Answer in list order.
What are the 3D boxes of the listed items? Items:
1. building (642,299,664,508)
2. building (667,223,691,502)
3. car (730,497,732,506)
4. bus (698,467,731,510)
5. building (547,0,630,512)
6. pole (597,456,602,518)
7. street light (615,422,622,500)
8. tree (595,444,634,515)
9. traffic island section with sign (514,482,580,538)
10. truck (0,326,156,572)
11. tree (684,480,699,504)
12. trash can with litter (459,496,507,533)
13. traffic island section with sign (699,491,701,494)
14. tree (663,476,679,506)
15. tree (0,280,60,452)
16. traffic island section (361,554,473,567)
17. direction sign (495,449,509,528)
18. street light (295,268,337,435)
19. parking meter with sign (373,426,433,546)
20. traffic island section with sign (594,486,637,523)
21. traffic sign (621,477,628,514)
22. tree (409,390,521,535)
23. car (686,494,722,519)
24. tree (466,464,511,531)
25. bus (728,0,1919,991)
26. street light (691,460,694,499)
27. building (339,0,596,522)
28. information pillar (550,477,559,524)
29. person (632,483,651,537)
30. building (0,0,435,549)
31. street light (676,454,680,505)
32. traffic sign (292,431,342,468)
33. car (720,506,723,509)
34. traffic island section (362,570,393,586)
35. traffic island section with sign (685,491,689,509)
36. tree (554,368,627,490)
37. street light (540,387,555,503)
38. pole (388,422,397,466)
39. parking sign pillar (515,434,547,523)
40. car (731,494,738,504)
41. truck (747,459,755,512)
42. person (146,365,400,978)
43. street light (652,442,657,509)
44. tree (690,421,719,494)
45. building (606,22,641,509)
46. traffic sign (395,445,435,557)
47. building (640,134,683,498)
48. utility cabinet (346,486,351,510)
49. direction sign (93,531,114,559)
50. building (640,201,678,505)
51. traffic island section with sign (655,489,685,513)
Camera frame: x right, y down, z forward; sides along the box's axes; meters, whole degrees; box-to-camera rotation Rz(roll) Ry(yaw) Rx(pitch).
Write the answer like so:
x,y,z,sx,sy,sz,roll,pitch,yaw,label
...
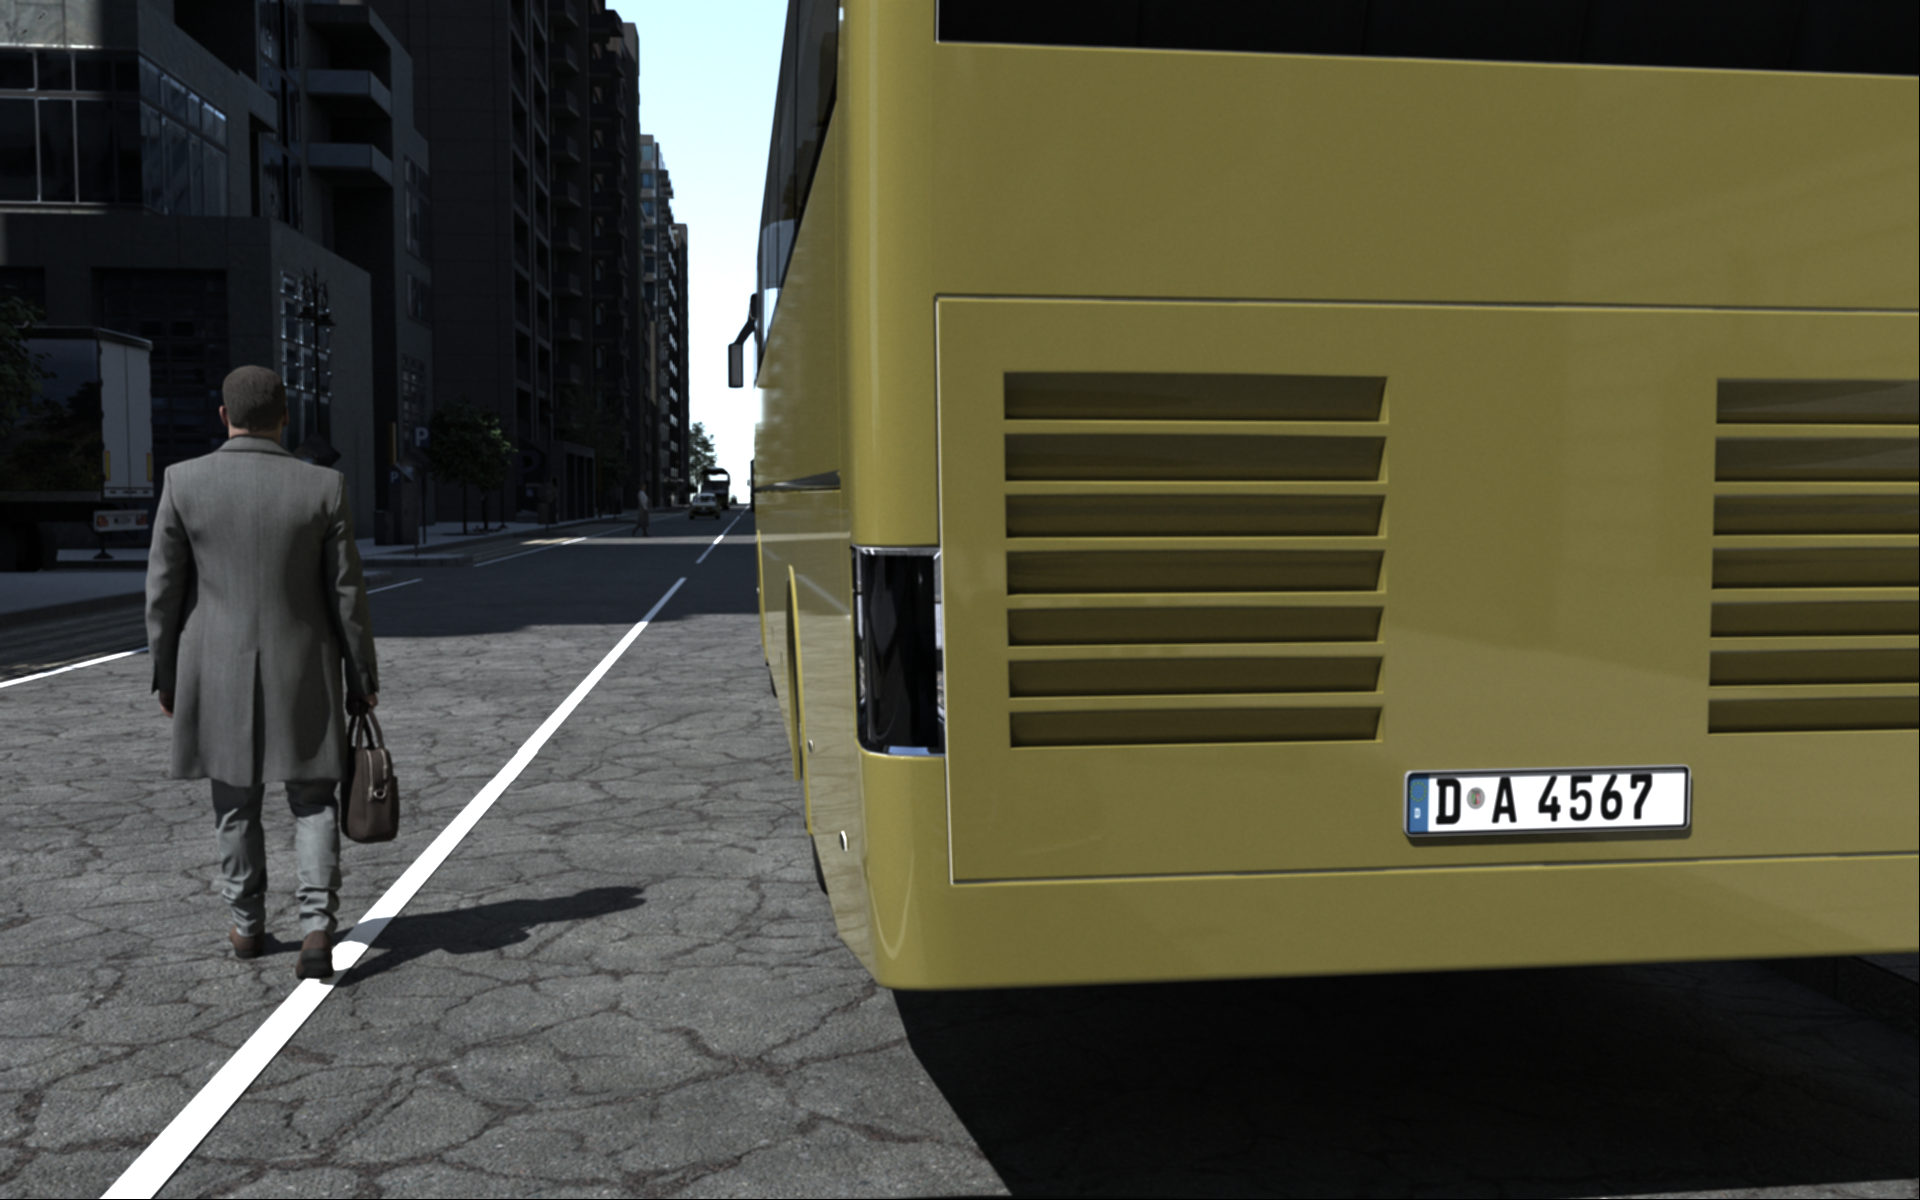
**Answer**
x,y,z,sx,sy,sz,roll,pitch,yaw,label
-43.322,-19.652,166.342,27.650,21.520,28.899,0,4,-7,building
-46.957,-34.851,253.405,14.154,41.232,14.086,0,4,-7,building
-28.529,-12.267,209.363,1.959,1.807,4.718,0,4,-8,car
-22.619,-10.332,160.473,2.896,3.916,12.252,0,4,-7,bus
-35.509,-28.658,123.175,22.147,44.769,28.867,0,4,-7,building
-19.276,-6.040,92.602,0.158,3.312,0.155,0,3,0,pole
-22.026,-8.485,111.523,0.468,5.910,1.993,0,4,-7,street light
-21.797,-7.528,106.789,4.285,4.588,4.351,0,3,0,tree
-13.746,-3.002,57.714,1.989,1.847,2.006,0,4,-7,traffic island section with sign
-20.079,-2.496,29.726,11.283,4.237,2.839,0,4,-5,truck
-35.463,-14.183,226.485,1.663,3.219,1.824,0,3,0,tree
-16.084,-2.882,58.174,1.678,1.210,2.233,-1,4,-9,trash can with litter
-35.236,-14.350,243.250,1.989,1.847,2.006,0,4,-7,traffic island section with sign
-31.437,-11.774,187.107,1.663,3.219,1.824,0,3,0,tree
-11.546,-2.126,18.480,4.285,4.588,4.351,0,3,0,tree
-11.152,-0.807,35.469,2.009,0.180,2.903,0,4,-7,traffic island section
-17.135,-4.455,64.833,0.379,3.537,0.876,1,4,17,direction sign
-13.172,-3.839,35.551,0.468,5.910,1.993,0,4,-7,street light
-14.084,-2.904,43.738,0.543,3.016,1.738,1,4,21,parking meter with sign
-16.891,-4.671,84.999,1.989,1.847,2.006,0,4,-7,traffic island section with sign
-21.507,-6.727,110.092,0.768,2.556,0.104,0,4,-1,traffic sign
-15.522,-4.320,54.342,4.285,4.588,4.351,0,3,0,tree
-14.614,-5.439,99.154,2.015,1.641,3.980,0,4,-6,car
-16.469,-4.041,60.677,1.663,3.219,1.824,0,3,0,tree
0.250,-1.076,9.147,2.896,3.916,12.252,0,4,-8,bus
-35.990,-15.916,233.007,0.468,5.910,1.993,0,4,-7,street light
-29.474,-39.649,86.509,20.563,71.187,20.611,0,4,-7,building
-17.208,-4.221,73.507,0.304,2.012,0.304,-1,4,-17,information pillar
-10.647,-2.999,57.756,0.641,1.798,0.478,0,4,7,person
-28.891,-45.228,52.142,22.319,86.520,31.000,0,4,-7,building
-31.632,-13.551,194.346,0.468,5.910,1.993,0,4,-7,street light
-10.211,-1.458,27.478,0.795,2.450,0.064,0,4,-7,traffic sign
-24.190,-9.752,172.020,1.945,1.354,3.894,0,4,-5,car
-10.234,-0.321,27.537,2.009,0.180,2.903,0,4,-7,traffic island section
-25.732,-9.337,161.281,1.989,1.847,2.006,0,4,-7,traffic island section with sign
-21.763,-9.297,102.366,4.737,8.622,4.395,0,3,0,tree
-17.780,-6.243,74.865,0.468,5.910,1.993,0,4,-7,street light
-16.139,-3.392,49.306,0.158,3.312,0.155,0,3,0,pole
-19.081,-5.420,77.085,1.447,3.967,1.447,1,4,10,parking sign pillar
-31.975,-14.173,241.951,2.015,1.641,3.980,0,4,-6,car
-15.988,-9.404,142.667,2.839,4.237,11.283,-1,4,-8,truck
-2.074,0.205,5.244,0.694,1.812,0.767,-1,4,-19,person
-26.528,-10.849,150.168,0.468,5.910,1.993,0,4,-7,street light
-40.910,-21.411,268.203,7.486,12.596,7.792,0,3,0,tree
-34.201,-28.221,145.013,14.154,41.232,14.086,0,4,-7,building
-11.130,-1.943,35.410,0.795,2.450,0.064,0,4,-7,traffic sign
-49.426,-37.364,230.504,23.786,49.044,30.456,0,4,-7,building
-14.513,-1.919,40.051,0.318,1.500,1.173,1,4,10,utility cabinet
-16.934,-2.577,34.131,0.876,3.537,0.379,-3,4,-38,direction sign
-49.814,-31.279,203.296,32.217,40.220,23.993,0,4,-7,building
-22.636,-7.699,134.503,1.989,1.847,2.006,0,4,-7,traffic island section with sign
